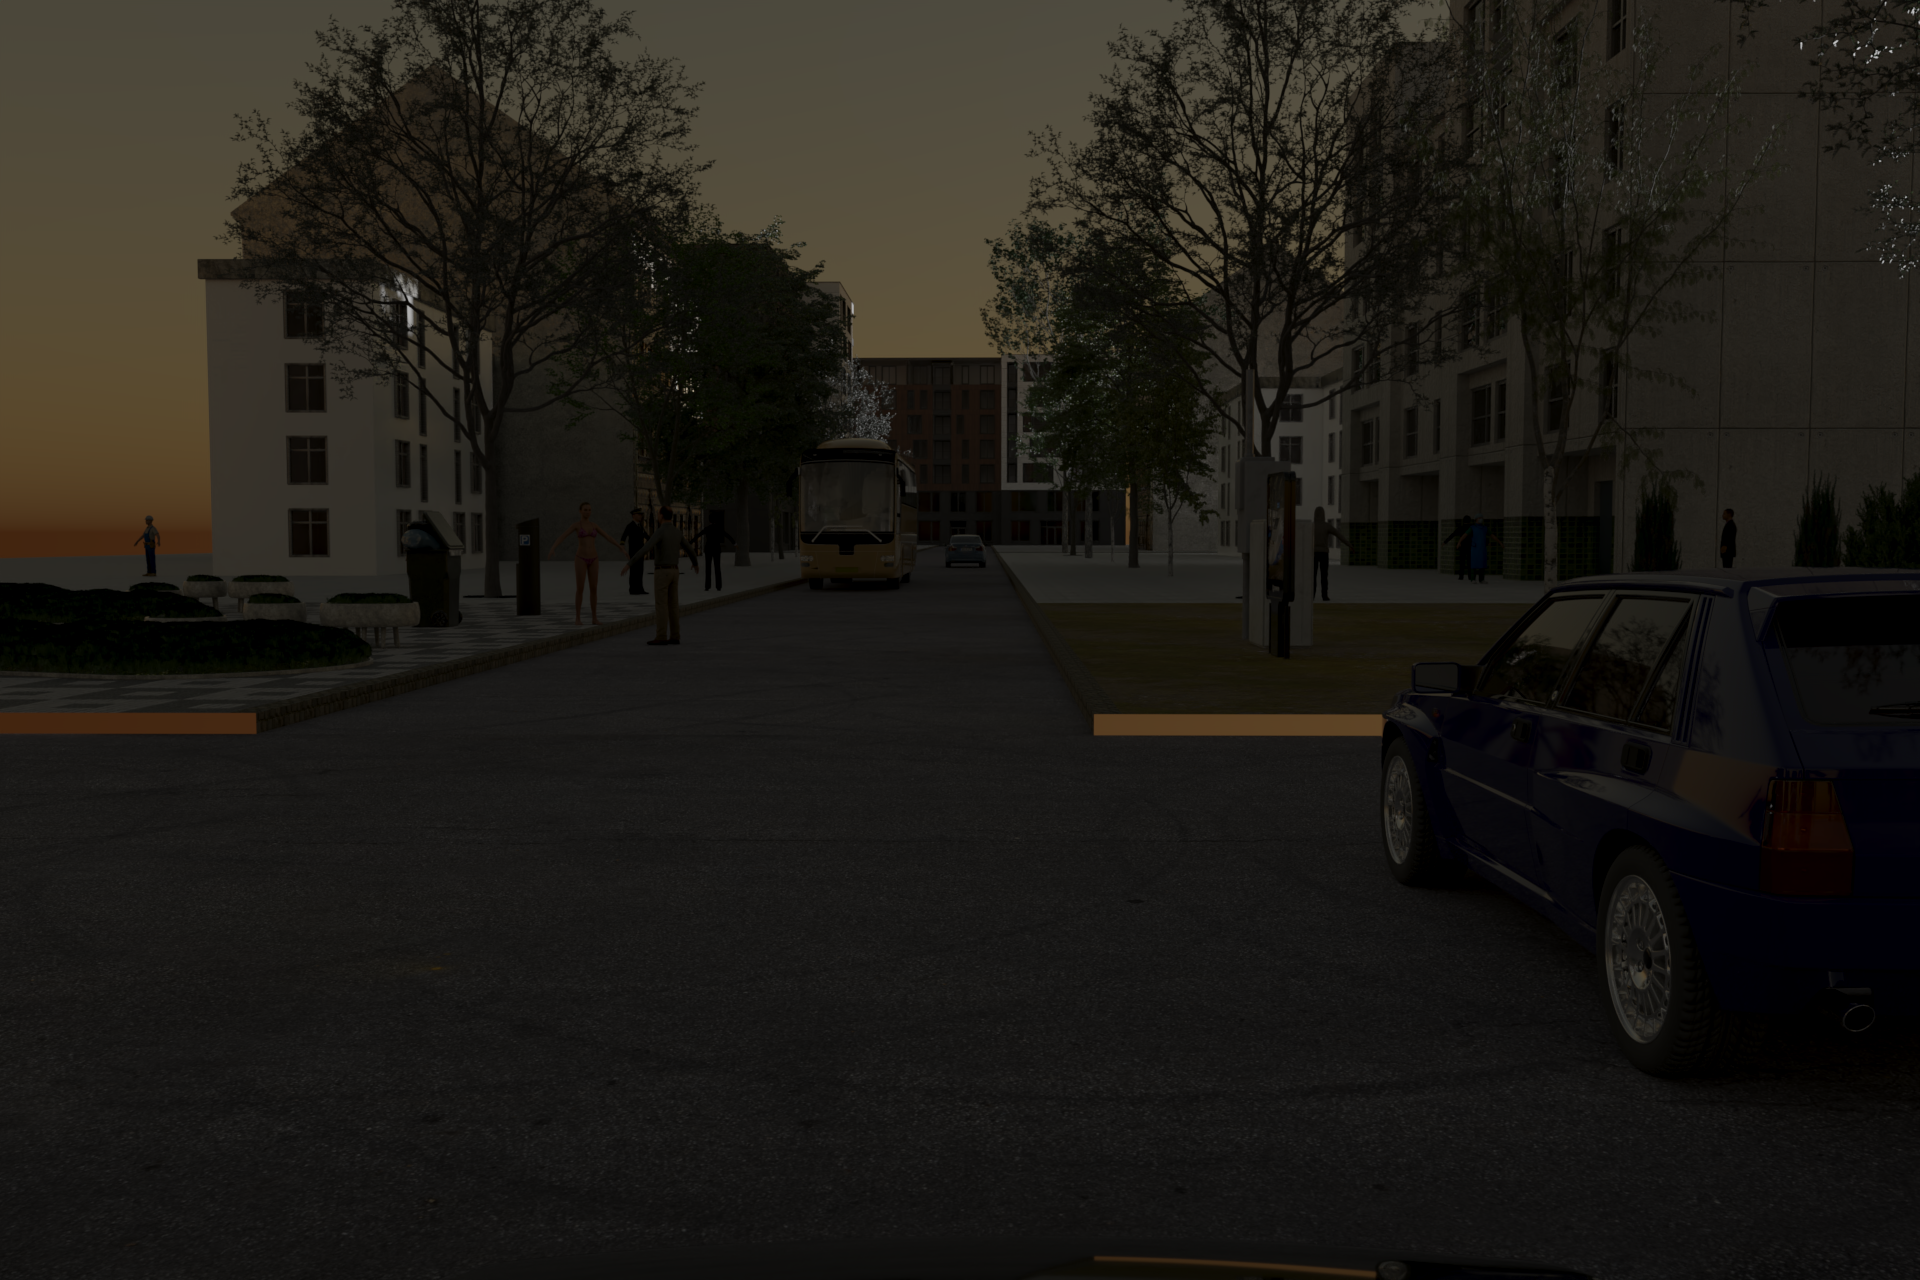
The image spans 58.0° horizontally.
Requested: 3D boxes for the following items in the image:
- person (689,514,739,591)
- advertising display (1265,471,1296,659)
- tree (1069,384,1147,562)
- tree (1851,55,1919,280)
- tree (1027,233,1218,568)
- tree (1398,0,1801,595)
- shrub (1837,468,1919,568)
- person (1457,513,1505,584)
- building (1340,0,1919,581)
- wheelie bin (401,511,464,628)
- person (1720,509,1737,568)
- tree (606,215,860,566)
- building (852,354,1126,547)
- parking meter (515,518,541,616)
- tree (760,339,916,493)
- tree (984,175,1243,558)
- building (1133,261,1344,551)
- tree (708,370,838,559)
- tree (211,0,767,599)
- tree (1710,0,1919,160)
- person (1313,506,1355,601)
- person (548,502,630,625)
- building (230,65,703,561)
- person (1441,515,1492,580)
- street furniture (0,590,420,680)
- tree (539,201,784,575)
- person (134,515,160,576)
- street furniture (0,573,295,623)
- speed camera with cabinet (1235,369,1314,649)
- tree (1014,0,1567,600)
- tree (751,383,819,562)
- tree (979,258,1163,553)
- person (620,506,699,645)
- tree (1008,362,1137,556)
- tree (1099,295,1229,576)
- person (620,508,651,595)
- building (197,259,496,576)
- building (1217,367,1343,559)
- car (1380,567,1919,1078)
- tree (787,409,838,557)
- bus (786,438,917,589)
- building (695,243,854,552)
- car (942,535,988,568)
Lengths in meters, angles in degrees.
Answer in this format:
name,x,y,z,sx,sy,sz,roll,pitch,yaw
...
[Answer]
name,x,y,z,sx,sy,sz,roll,pitch,yaw
person,-5.599,-1.983,39.147,1.216,1.740,0.721,-1,4,-18
advertising display,3.350,-0.789,18.121,0.123,1.923,0.974,0,4,-1
tree,7.146,-7.951,80.365,4.360,8.622,3.978,0,3,0
tree,19.617,-7.153,27.327,12.009,13.543,11.850,0,3,0
tree,6.243,-9.018,65.579,7.486,12.596,7.792,0,3,0
tree,6.884,-4.268,20.151,4.360,8.622,3.978,0,3,0
shrub,11.324,-1.015,20.633,1.661,2.075,1.752,0,3,0
person,13.427,-2.364,44.784,1.347,1.817,0.704,-1,4,-13
building,23.863,-11.543,55.191,16.747,18.905,31.486,0,4,1
wheelie bin,-7.292,-0.980,23.936,0.693,1.594,0.980,0,4,3
person,15.672,-1.785,35.414,0.704,1.802,1.346,1,4,23
tree,-8.795,-9.916,68.788,9.857,13.997,8.962,0,3,0
building,2.898,-22.198,209.368,32.646,21.610,27.936,0,4,2
parking meter,-6.810,-1.156,27.308,0.372,1.533,0.369,0,3,0
tree,-8.367,-12.144,108.927,12.009,13.543,11.850,0,3,0
tree,7.943,-14.349,90.499,12.611,20.169,13.585,0,3,0
building,23.967,-18.938,140.564,19.493,23.208,18.063,0,4,1
tree,-9.363,-9.353,87.338,7.601,10.594,8.767,0,4,3
tree,-9.423,-7.580,34.309,12.009,13.543,11.850,0,3,0
tree,8.643,-6.129,10.583,12.009,13.543,11.850,0,3,0
person,6.907,-1.662,33.303,1.348,1.813,0.705,1,4,14
person,-5.231,-1.076,24.389,1.217,1.733,0.721,-2,4,-35
building,-24.323,-15.873,90.453,19.493,23.208,18.063,0,4,1
person,14.167,-2.585,48.448,1.347,1.806,0.705,1,4,16
street furniture,-10.689,-0.141,17.931,10.072,0.657,5.734,0,4,6
tree,-9.426,-7.893,54.804,9.928,11.665,9.643,0,3,0
person,-24.593,-2.855,52.536,1.347,1.847,0.705,2,4,35
street furniture,-15.701,-0.740,27.719,10.072,0.657,5.734,1,4,22
speed camera with cabinet,3.670,-1.584,20.229,0.660,3.252,2.038,0,4,0
tree,5.946,-7.541,33.660,12.009,13.543,11.850,0,3,0
tree,-8.487,-7.953,80.388,4.737,8.622,4.395,0,3,0
tree,8.364,-15.821,114.564,12.611,20.169,13.585,0,3,0
person,-3.819,-0.837,22.409,0.705,1.796,1.348,3,4,36
tree,6.716,-10.818,102.625,9.928,11.665,9.643,0,3,0
tree,6.312,-6.222,52.085,4.737,8.622,4.395,0,3,0
person,-6.818,-1.878,36.646,0.705,1.837,1.347,2,4,26
building,-22.452,-7.638,67.033,9.099,9.664,28.070,0,4,0
building,20.036,-9.202,92.600,9.099,9.664,28.070,0,4,1
car,2.644,0.408,5.910,1.945,1.354,3.894,0,4,0
tree,-8.808,-8.875,95.461,4.737,8.622,4.395,0,3,0
bus,-2.689,-3.463,48.161,2.896,3.916,12.252,0,4,1
building,-23.675,-18.011,138.453,27.936,21.610,32.646,0,4,1
car,0.230,-3.856,75.048,2.014,1.417,4.499,0,4,-1
